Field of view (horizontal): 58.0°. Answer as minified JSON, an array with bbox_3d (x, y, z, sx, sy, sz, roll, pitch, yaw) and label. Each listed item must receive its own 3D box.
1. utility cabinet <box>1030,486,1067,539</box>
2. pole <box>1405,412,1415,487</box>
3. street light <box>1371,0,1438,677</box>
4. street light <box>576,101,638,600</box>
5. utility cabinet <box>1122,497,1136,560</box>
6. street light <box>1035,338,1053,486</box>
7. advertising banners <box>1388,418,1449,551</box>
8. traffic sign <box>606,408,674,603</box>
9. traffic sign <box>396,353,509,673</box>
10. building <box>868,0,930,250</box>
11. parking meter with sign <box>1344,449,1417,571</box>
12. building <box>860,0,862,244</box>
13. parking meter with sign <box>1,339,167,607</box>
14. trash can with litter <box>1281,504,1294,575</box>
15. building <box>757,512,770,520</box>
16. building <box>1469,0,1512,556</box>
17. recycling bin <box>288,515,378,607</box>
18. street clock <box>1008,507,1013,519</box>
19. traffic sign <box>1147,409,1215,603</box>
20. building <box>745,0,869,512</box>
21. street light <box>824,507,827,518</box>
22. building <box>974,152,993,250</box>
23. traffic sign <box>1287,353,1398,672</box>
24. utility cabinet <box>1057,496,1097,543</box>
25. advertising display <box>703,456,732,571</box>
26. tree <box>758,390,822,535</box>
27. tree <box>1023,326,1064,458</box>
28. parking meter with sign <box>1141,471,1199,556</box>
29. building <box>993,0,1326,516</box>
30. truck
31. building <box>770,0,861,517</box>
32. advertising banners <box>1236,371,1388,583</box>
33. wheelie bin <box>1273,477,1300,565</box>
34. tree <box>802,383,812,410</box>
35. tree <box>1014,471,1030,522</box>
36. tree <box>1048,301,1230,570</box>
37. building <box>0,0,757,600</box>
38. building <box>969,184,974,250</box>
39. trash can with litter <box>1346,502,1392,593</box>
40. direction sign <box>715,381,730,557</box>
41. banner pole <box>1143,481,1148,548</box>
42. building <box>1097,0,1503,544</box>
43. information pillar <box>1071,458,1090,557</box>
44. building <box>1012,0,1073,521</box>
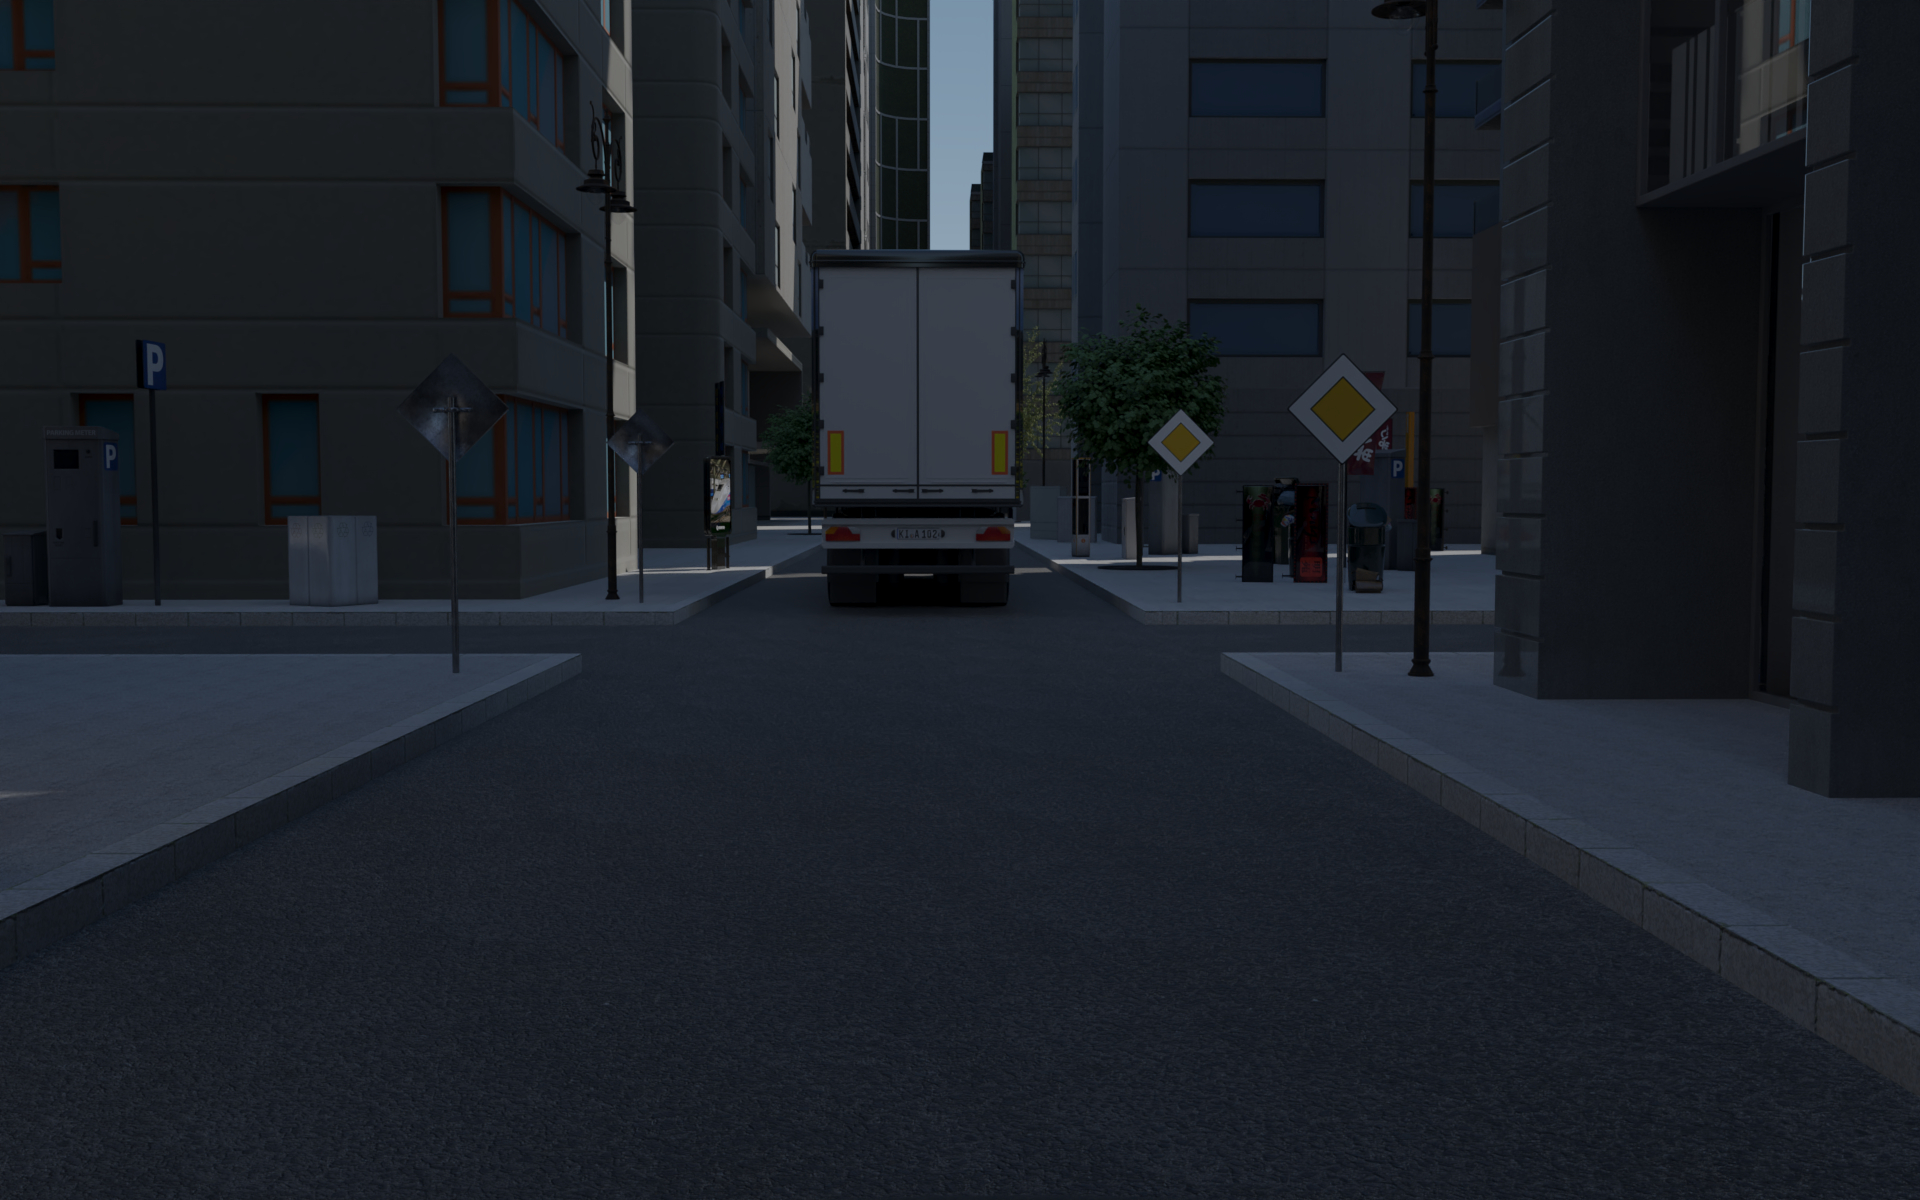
[{"bbox_3d":[2.511,-2.462,48.939,0.318,1.500,1.173,-3,5,-43],"label":"utility cabinet"},{"bbox_3d":[11.177,-3.012,43.088,0.158,3.312,0.155,0,3,0],"label":"pole"},{"bbox_3d":[3.256,-2.402,12.054,0.468,5.910,1.993,0,4,-1],"label":"street light"},{"bbox_3d":[-4.232,-2.944,20.923,0.468,5.910,1.993,0,4,-1],"label":"street light"},{"bbox_3d":[3.378,-1.416,34.307,0.306,1.237,1.020,0,4,1],"label":"utility cabinet"},{"bbox_3d":[2.493,-4.813,51.478,0.468,5.910,1.993,0,4,-1],"label":"street light"},{"bbox_3d":[10.277,-2.653,39.565,0.090,3.025,2.074,-3,4,-37],"label":"advertising banners"},{"bbox_3d":[-3.749,-1.021,20.341,0.795,2.450,0.064,0,4,-1],"label":"traffic sign"},{"bbox_3d":[-3.612,-0.533,12.358,0.795,2.450,0.064,0,4,-1],"label":"traffic sign"},{"bbox_3d":[-13.547,-45.887,188.496,20.611,71.187,20.563,0,4,-1],"label":"building"},{"bbox_3d":[7.164,-2.027,29.404,0.543,3.016,1.738,-2,4,-34],"label":"parking meter with sign"},{"bbox_3d":[-14.325,-26.921,123.756,14.154,41.232,14.086,0,4,-1],"label":"building"},{"bbox_3d":[-10.048,-1.441,19.828,1.738,3.016,0.543,0,4,0],"label":"parking meter with sign"},{"bbox_3d":[5.282,-0.944,26.818,0.624,1.170,1.055,1,4,10],"label":"trash can with litter"},{"bbox_3d":[-20.166,-29.390,69.762,28.713,52.752,27.495,0,4,-1],"label":"building"},{"bbox_3d":[17.977,-23.157,28.734,14.200,45.320,14.600,0,4,-1],"label":"building"},{"bbox_3d":[-7.272,-0.461,20.098,0.722,1.027,0.722,2,4,27],"label":"recycling bin"},{"bbox_3d":[1.850,-3.613,63.645,0.471,2.002,0.358,-1,4,-13],"label":"street clock"},{"bbox_3d":[2.594,-1.027,20.430,0.795,2.450,0.064,0,4,-1],"label":"traffic sign"},{"bbox_3d":[-21.589,-34.635,155.519,27.495,52.752,28.713,0,4,-1],"label":"building"},{"bbox_3d":[-4.939,-5.546,63.473,0.468,5.910,1.993,0,4,-1],"label":"street light"},{"bbox_3d":[8.724,-23.092,149.261,14.160,30.474,14.107,0,4,-1],"label":"building"},{"bbox_3d":[2.732,-0.538,12.446,0.795,2.450,0.064,0,4,-1],"label":"traffic sign"},{"bbox_3d":[3.097,-2.118,45.793,1.020,1.237,0.306,1,4,15],"label":"utility cabinet"},{"bbox_3d":[-4.111,-1.481,29.421,0.123,1.923,0.974,1,4,14],"label":"advertising display"},{"bbox_3d":[-4.680,-4.345,54.749,4.285,4.588,4.351,0,3,0],"label":"tree"},{"bbox_3d":[2.415,-7.595,74.539,4.737,8.622,4.395,0,3,0],"label":"tree"},{"bbox_3d":[4.368,-2.466,36.587,1.738,3.016,0.543,-3,5,-45],"label":"parking meter with sign"},{"bbox_3d":[12.918,-35.801,127.353,21.231,58.520,28.212,0,4,-1],"label":"building"},{"bbox_3d":[-0.604,-2.237,25.494,2.839,4.237,11.283,0,4,-1],"label":"truck"},{"bbox_3d":[-17.126,-29.466,105.479,21.300,48.544,21.600,0,4,-1],"label":"building"},{"bbox_3d":[5.030,-1.758,24.923,2.074,3.025,0.090,1,4,12],"label":"advertising banners"},{"bbox_3d":[5.966,-1.451,31.639,0.693,1.594,0.980,-2,4,-28],"label":"wheelie bin"},{"bbox_3d":[-6.203,-8.492,89.203,4.360,8.622,3.978,0,3,0],"label":"tree"},{"bbox_3d":[2.283,-5.132,78.506,1.663,3.219,1.824,0,3,0],"label":"tree"},{"bbox_3d":[3.137,-2.815,29.733,4.285,4.588,4.351,0,3,0],"label":"tree"},{"bbox_3d":[-19.417,-11.594,34.594,27.650,21.520,28.899,0,4,-1],"label":"building"},{"bbox_3d":[7.856,-23.973,163.665,14.160,30.474,14.107,0,4,-1],"label":"building"},{"bbox_3d":[5.417,-0.697,22.782,0.624,1.170,1.055,0,4,7],"label":"trash can with litter"},{"bbox_3d":[-4.865,-2.637,35.107,0.379,3.537,0.876,-1,4,-18],"label":"direction sign"},{"bbox_3d":[4.549,-3.168,41.811,0.401,3.779,0.863,3,5,43],"label":"banner pole"},{"bbox_3d":[14.256,-31.475,56.619,21.231,58.520,28.212,0,4,-1],"label":"building"},{"bbox_3d":[2.459,-1.879,35.209,0.304,2.012,0.304,-1,4,-16],"label":"information pillar"},{"bbox_3d":[9.575,-24.747,88.206,14.154,41.232,14.086,0,4,-1],"label":"building"}]
